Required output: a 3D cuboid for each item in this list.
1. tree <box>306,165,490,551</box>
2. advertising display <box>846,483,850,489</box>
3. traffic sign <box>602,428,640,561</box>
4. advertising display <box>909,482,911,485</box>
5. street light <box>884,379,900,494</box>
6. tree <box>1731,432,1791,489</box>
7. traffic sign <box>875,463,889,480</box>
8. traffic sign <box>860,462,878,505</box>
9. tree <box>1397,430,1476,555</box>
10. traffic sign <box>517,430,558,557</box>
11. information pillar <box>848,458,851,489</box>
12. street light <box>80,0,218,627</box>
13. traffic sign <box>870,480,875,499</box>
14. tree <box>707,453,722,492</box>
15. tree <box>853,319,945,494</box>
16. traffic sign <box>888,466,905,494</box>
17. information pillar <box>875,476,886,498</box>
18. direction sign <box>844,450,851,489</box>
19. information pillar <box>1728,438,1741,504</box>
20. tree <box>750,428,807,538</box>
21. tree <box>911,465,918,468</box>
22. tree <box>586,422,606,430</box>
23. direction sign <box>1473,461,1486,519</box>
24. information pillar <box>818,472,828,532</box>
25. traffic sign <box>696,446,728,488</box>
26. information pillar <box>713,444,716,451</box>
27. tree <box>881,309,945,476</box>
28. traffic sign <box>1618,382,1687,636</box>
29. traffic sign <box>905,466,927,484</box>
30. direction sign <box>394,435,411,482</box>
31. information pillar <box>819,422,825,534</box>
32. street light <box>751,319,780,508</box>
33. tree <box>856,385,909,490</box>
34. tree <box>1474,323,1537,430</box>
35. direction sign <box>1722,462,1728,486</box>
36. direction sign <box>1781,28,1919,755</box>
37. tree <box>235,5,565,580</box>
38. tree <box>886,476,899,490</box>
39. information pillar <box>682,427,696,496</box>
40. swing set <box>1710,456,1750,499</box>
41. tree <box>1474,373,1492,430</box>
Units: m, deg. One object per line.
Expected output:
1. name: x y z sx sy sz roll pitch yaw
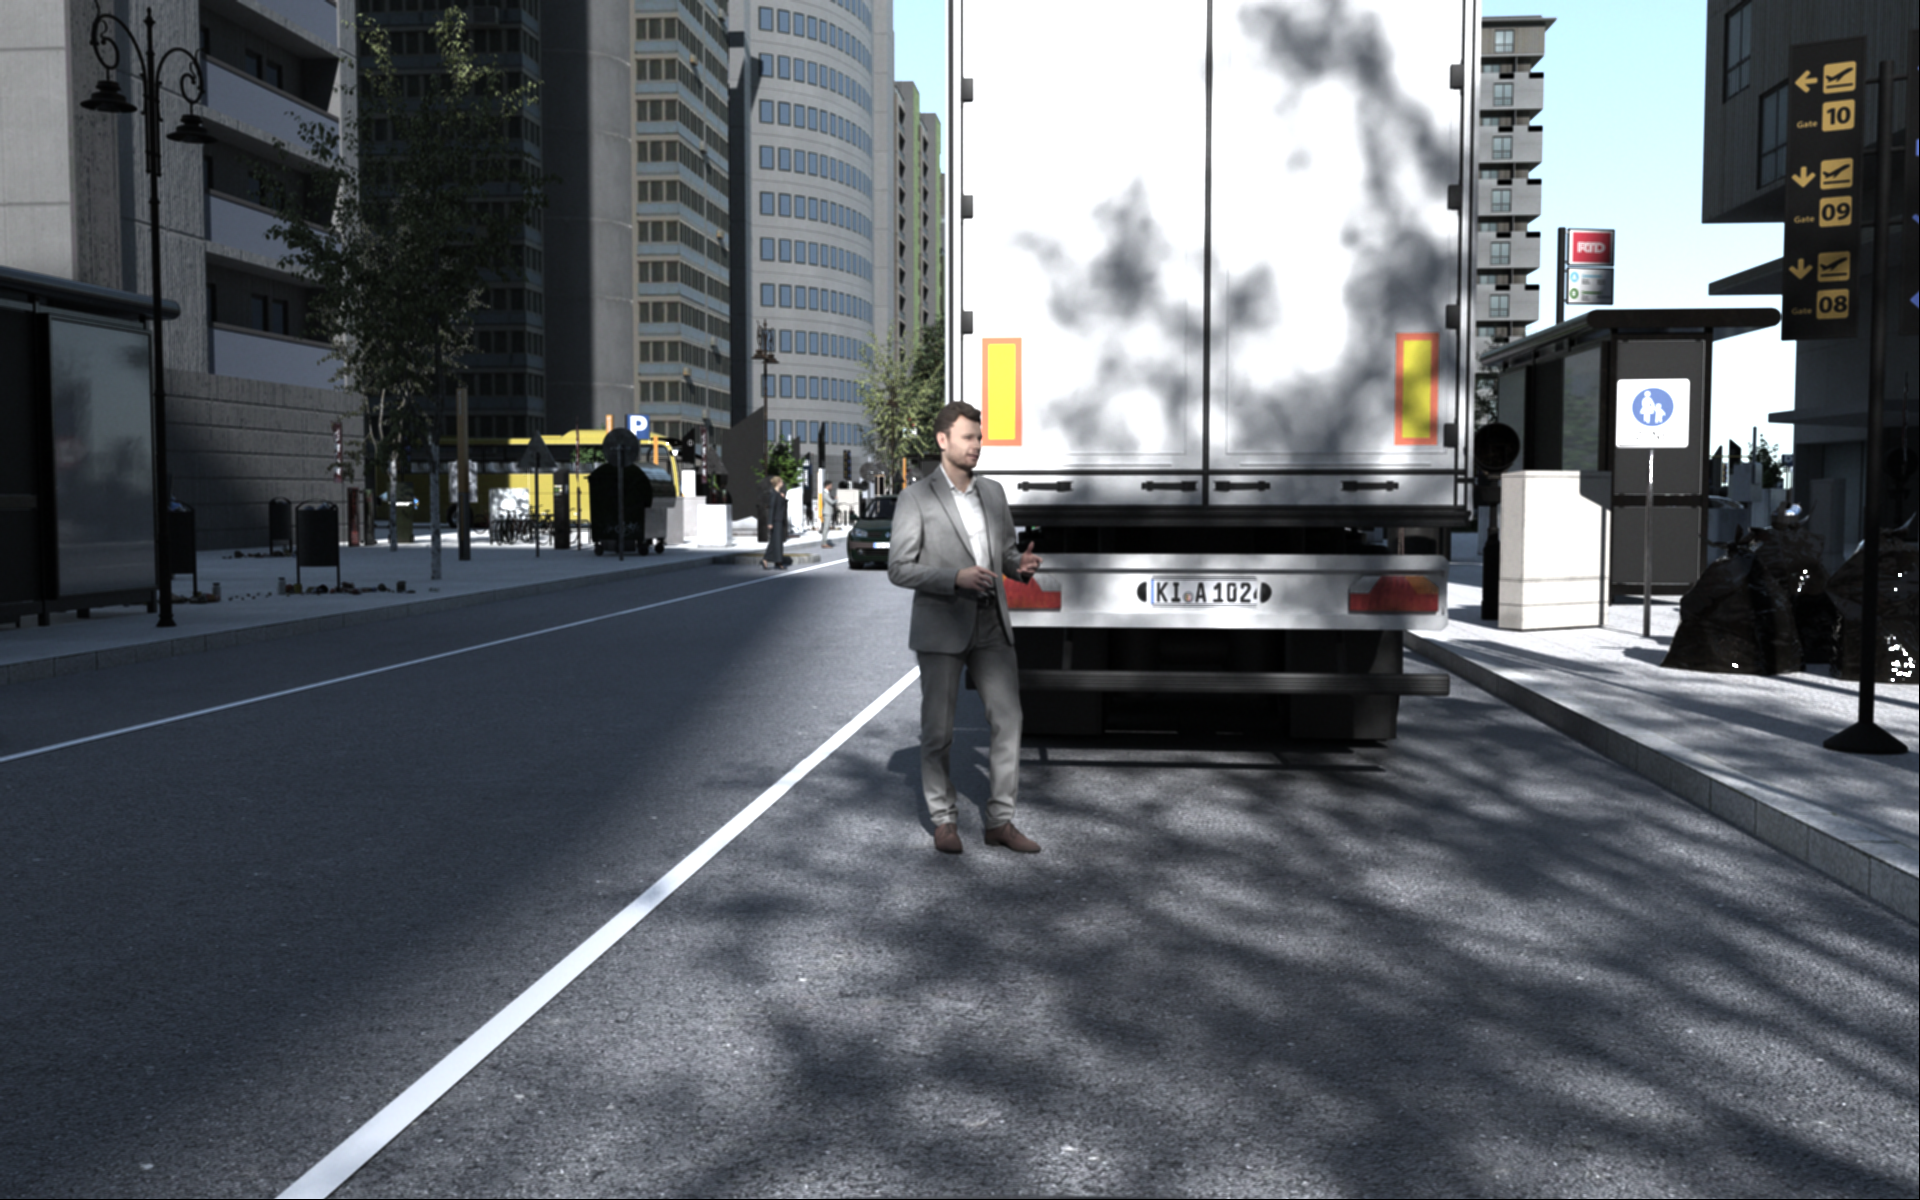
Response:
1. tree: -12.735 -5.414 38.885 4.360 8.622 3.978 0 3 0
2. advertising display: -6.507 -5.843 100.742 0.123 1.923 0.974 0 4 3
3. traffic sign: -6.527 -2.031 33.308 0.768 2.556 0.104 1 4 12
4. advertising display: -1.860 -4.504 78.853 0.974 1.923 0.123 1 4 18
5. street light: -2.714 -5.939 69.896 0.468 5.910 1.993 0 4 5
6. tree: 25.186 -3.676 54.705 1.663 3.219 1.824 0 3 0
7. traffic sign: -3.307 -4.349 71.219 0.768 2.556 0.104 1 4 10
8. traffic sign: -3.650 -4.238 69.394 0.768 2.556 0.104 1 4 8
9. tree: 5.963 -1.720 22.723 1.663 3.219 1.824 0 3 0
10. traffic sign: -8.572 -2.145 35.082 0.884 2.594 0.081 1 4 11
11. information pillar: -7.191 -7.381 112.026 0.183 3.616 0.504 -2 4 -33
12. street light: -7.699 -2.681 16.621 0.468 5.910 1.993 0 4 5
13. traffic sign: -3.970 -4.949 81.030 0.768 2.556 0.104 0 4 7
14. tree: -10.830 -5.162 79.000 1.663 3.219 1.824 0 3 0
15. tree: -2.727 -7.559 73.945 4.737 8.622 4.395 0 3 0
16. traffic sign: -2.979 -4.904 80.178 0.884 2.594 0.081 1 4 11
17. information pillar: -3.181 -3.924 68.642 0.304 2.012 0.304 -2 4 -31
18. direction sign: -5.828 -5.961 89.451 0.379 3.537 0.876 1 4 18
19. information pillar: 32.596 -4.990 72.944 0.504 3.616 0.183 1 4 9
20. tree: -5.368 -3.454 51.078 1.663 3.219 1.824 0 3 0
21. tree: -2.697 -9.775 143.531 4.285 4.588 4.351 0 3 0
22. tree: -16.338 -5.848 79.326 4.285 4.588 4.351 0 3 0
23. direction sign: 23.856 -5.365 79.709 0.379 3.537 0.876 -2 4 -27
24. information pillar: -4.644 -3.309 58.601 0.304 2.012 0.304 0 4 3
25. traffic sign: -6.656 -2.845 46.514 0.884 2.594 0.081 0 4 6
26. information pillar: -11.454 -5.450 80.464 0.183 3.616 0.504 -2 4 -26
27. tree: -0.219 -11.541 105.705 9.611 12.733 9.660 0 3 0
28. traffic sign: 6.194 -0.821 15.560 0.606 2.300 0.079 1 4 12
29. traffic sign: -1.559 -3.528 61.329 0.795 2.450 0.064 0 4 5
30. direction sign: -20.497 -4.385 63.699 0.379 3.537 0.876 2 4 25
31. information pillar: -4.457 -3.955 56.019 0.183 3.616 0.504 1 4 10
32. street light: -5.148 -4.473 45.919 0.468 5.910 1.993 0 4 5
33. tree: -4.907 -10.156 116.419 4.360 8.622 3.978 0 3 0
34. tree: 23.938 -7.627 75.068 4.360 8.622 3.978 0 3 0
35. direction sign: 54.786 -8.081 124.124 0.876 3.537 0.379 -3 5 -45
36. direction sign: 4.549 -1.015 8.599 0.876 3.537 0.379 2 4 33
37. tree: -8.119 -4.612 25.772 4.737 8.622 4.395 0 3 0
38. tree: -5.087 -7.936 124.357 1.663 3.219 1.824 0 3 0
39. information pillar: -9.458 -4.229 60.504 0.504 3.616 0.183 1 4 15
40. swing set: 31.026 -4.476 70.796 3.119 2.851 2.862 -1 4 -12
41. tree: 25.864 -8.627 91.415 4.737 8.622 4.395 0 3 0
